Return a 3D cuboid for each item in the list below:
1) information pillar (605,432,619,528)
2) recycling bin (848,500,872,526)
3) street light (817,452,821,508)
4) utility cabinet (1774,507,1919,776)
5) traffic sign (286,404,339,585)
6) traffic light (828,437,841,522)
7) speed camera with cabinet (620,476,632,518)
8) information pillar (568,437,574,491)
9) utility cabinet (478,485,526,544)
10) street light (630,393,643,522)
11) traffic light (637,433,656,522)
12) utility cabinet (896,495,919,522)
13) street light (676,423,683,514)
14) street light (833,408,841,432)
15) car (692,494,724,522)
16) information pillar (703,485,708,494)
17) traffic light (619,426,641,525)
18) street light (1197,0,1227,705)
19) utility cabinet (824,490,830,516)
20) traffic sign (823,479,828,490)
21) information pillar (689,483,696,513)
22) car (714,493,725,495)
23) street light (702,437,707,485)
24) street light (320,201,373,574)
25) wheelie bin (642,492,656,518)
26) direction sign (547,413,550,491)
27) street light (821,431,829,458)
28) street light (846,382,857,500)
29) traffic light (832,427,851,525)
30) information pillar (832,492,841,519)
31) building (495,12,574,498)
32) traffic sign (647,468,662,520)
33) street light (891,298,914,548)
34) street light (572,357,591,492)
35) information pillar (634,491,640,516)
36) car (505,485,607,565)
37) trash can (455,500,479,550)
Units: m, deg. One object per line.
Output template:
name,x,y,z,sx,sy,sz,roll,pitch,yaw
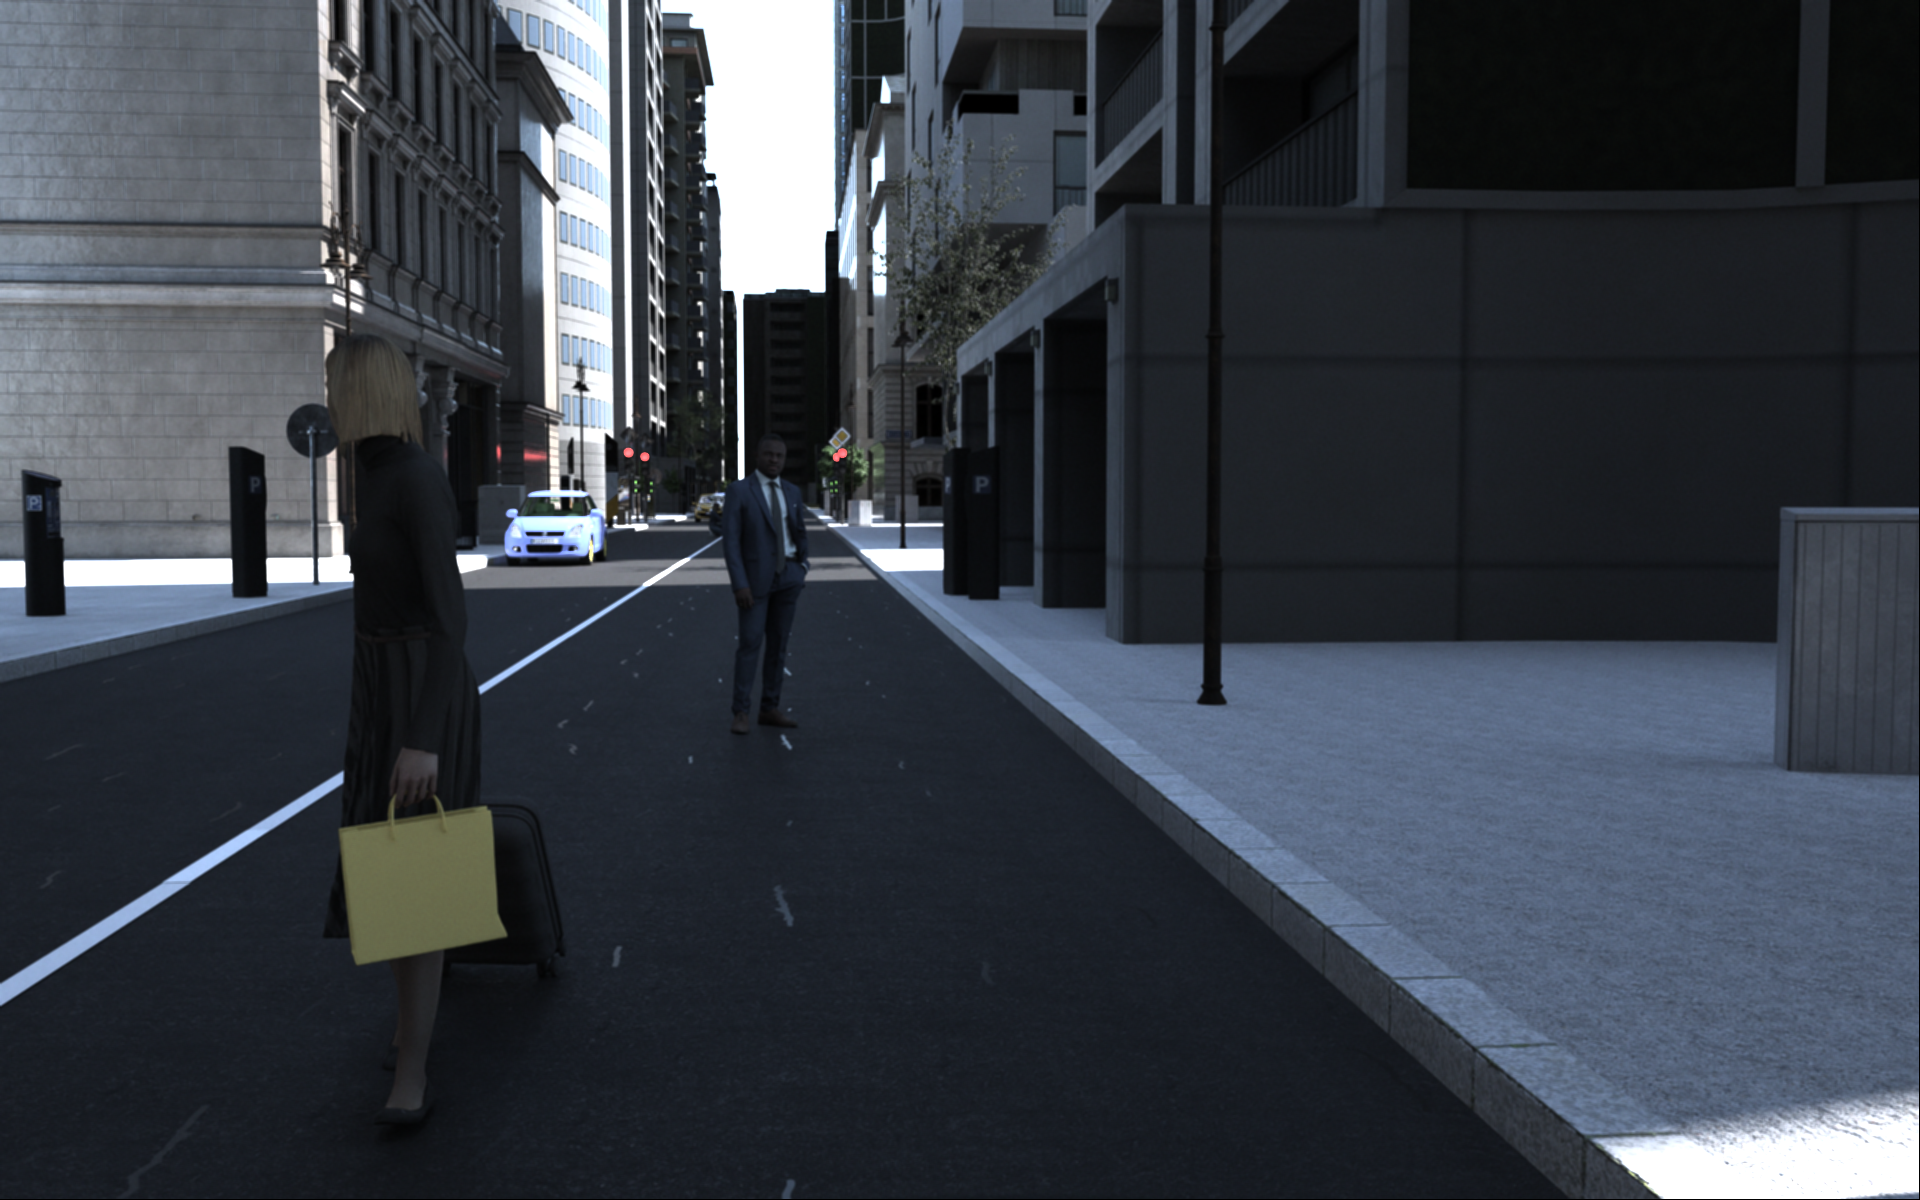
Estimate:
information pillar,-13.168,-4.530,65.414,0.504,3.616,0.183,-1,4,-14
recycling bin,-4.039,-3.504,69.848,0.722,1.027,0.722,-3,5,-43
street light,-12.450,-11.093,154.152,0.468,5.910,1.993,0,4,-6
utility cabinet,4.354,0.194,7.994,1.020,1.237,0.306,1,4,12
traffic sign,-9.100,-1.486,24.399,0.768,2.556,0.104,0,4,0
traffic light,-5.705,-5.579,80.145,0.839,4.253,0.868,0,4,-6
speed camera with cabinet,-17.601,-5.900,90.798,0.660,3.252,2.038,-1,4,-18
information pillar,-16.065,-4.905,71.549,0.183,3.616,0.504,-2,4,-32
utility cabinet,-11.535,-2.136,43.608,1.173,1.500,0.318,1,4,15
street light,-14.839,-6.531,79.577,0.468,5.910,1.993,0,4,-6
traffic light,-14.373,-5.527,79.282,0.839,4.253,0.868,0,4,-6
utility cabinet,-2.440,-4.202,79.859,1.020,1.237,0.306,-1,4,-20
street light,-17.897,-8.426,110.545,0.468,5.910,1.993,0,4,-6
street light,-6.613,-7.364,93.191,0.468,5.910,1.993,0,4,-6
car,-12.820,-4.853,89.564,2.015,1.641,3.980,0,4,-7
information pillar,-19.987,-8.038,135.907,0.304,2.012,0.304,1,4,21
traffic light,-13.593,-5.041,71.335,0.839,4.253,0.868,0,4,-6
street light,1.543,-2.302,10.432,0.468,5.910,1.993,0,4,-6
utility cabinet,-7.346,-5.476,98.203,0.318,1.500,1.173,-2,4,-25
traffic sign,-8.039,-6.306,105.229,0.606,2.300,0.079,0,4,-3
information pillar,-18.059,-6.879,116.958,0.304,2.012,0.304,-3,4,-37
car,-14.457,-5.852,105.264,1.945,1.707,3.694,0,4,-6
street light,-20.821,-10.282,140.900,0.468,5.910,1.993,0,4,-6
street light,-9.762,-3.359,27.707,0.468,5.910,1.993,0,4,-6
wheelie bin,-16.988,-5.307,94.683,0.693,1.594,0.980,-2,4,-24
direction sign,-11.555,-3.465,48.645,0.379,3.537,0.876,-1,4,-12
street light,-9.510,-9.236,123.799,0.468,5.910,1.993,0,4,-6
street light,-4.466,-6.024,71.276,0.468,5.910,1.993,0,4,-6
traffic light,-4.925,-5.093,72.198,0.839,4.253,0.868,0,4,-6
information pillar,-6.267,-5.101,87.888,0.304,2.012,0.304,2,4,30
building,-24.501,-12.160,63.442,19.286,19.102,10.561,0,4,-6
traffic sign,-15.127,-5.238,85.746,0.768,2.556,0.104,0,4,3
street light,-1.350,-4.159,40.790,0.468,5.910,1.993,0,4,-6
street light,-12.798,-5.249,58.613,0.468,5.910,1.993,0,4,-6
information pillar,-18.555,-5.802,99.361,0.304,2.012,0.304,0,4,-4
car,-8.351,-1.611,35.938,1.945,1.707,3.694,0,4,-5
trash can,-11.428,-1.721,39.793,0.748,1.137,0.748,0,3,0
